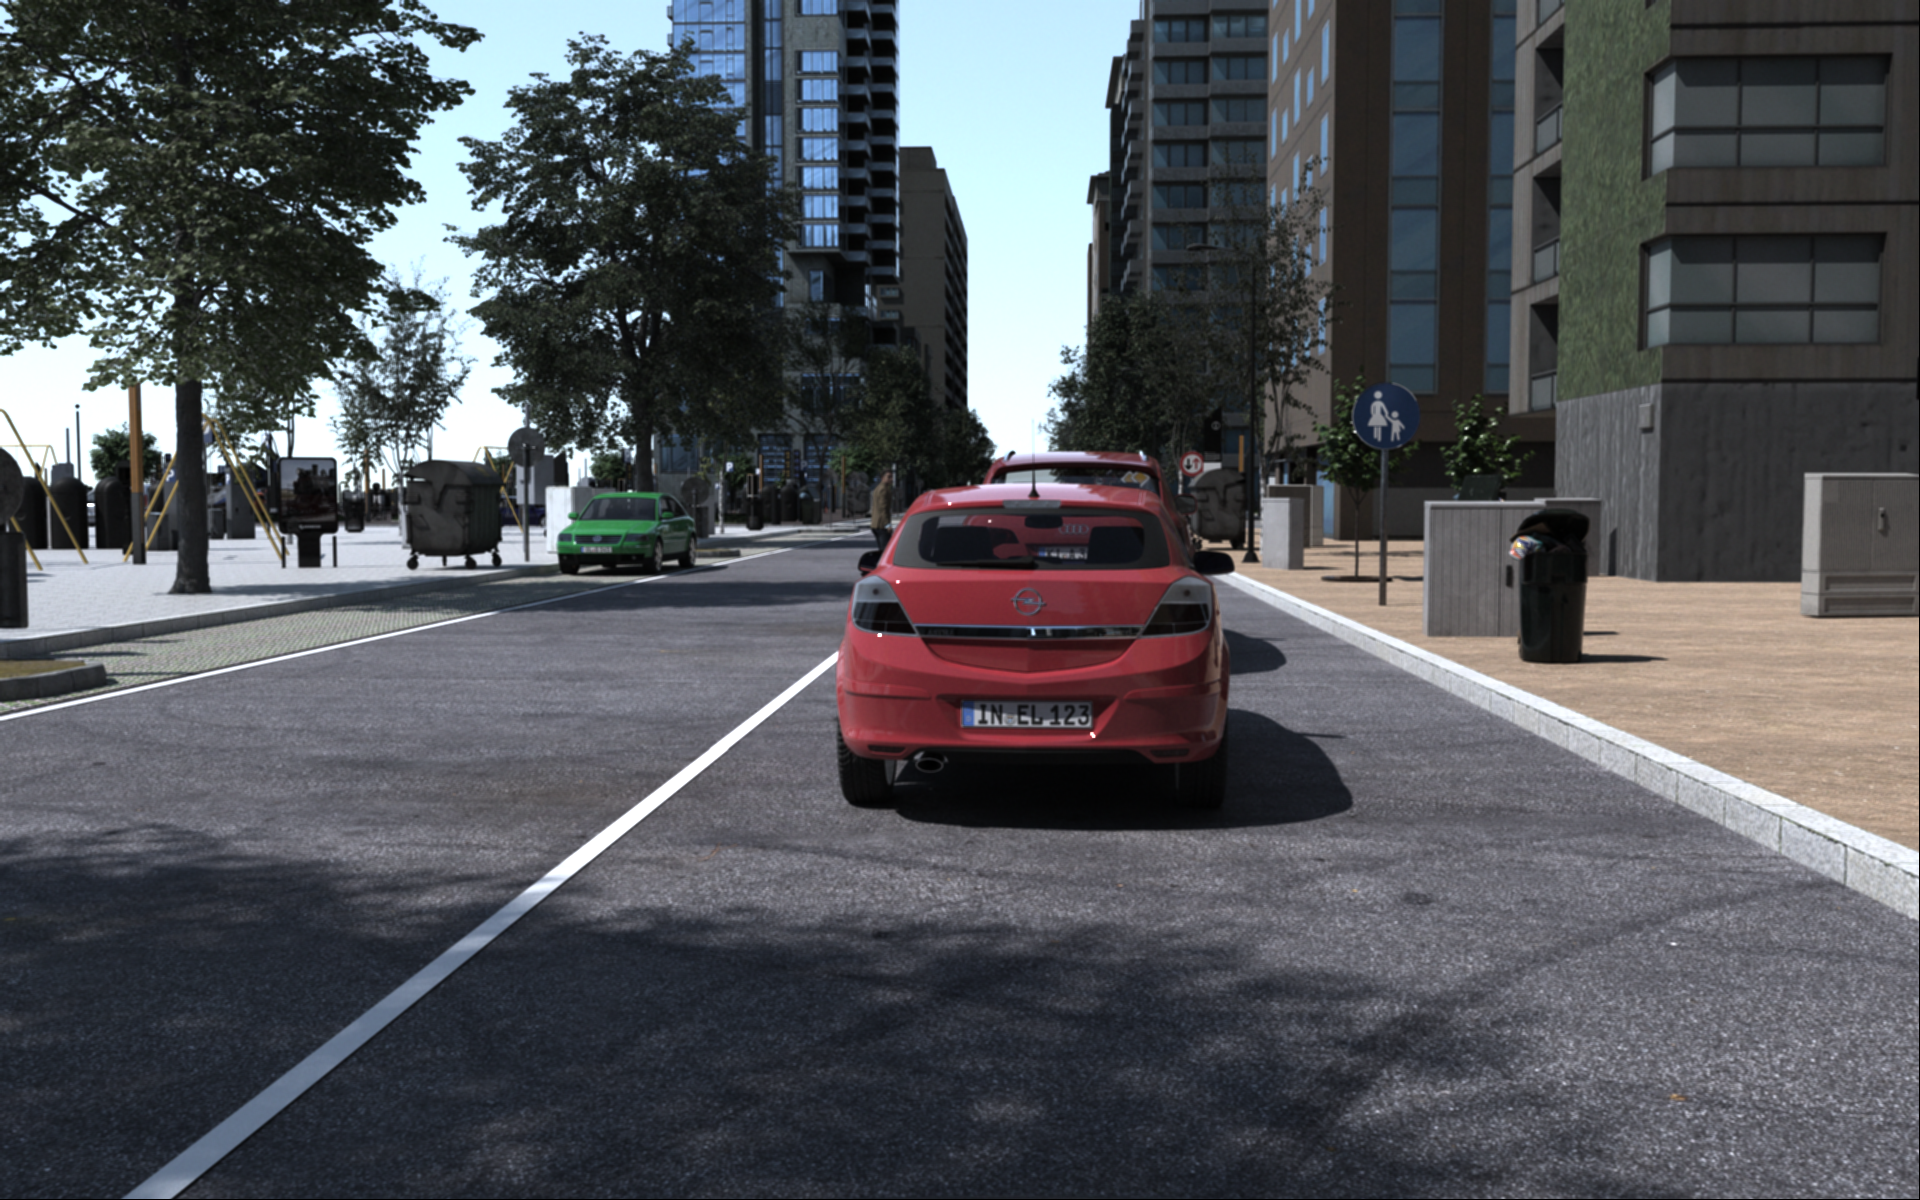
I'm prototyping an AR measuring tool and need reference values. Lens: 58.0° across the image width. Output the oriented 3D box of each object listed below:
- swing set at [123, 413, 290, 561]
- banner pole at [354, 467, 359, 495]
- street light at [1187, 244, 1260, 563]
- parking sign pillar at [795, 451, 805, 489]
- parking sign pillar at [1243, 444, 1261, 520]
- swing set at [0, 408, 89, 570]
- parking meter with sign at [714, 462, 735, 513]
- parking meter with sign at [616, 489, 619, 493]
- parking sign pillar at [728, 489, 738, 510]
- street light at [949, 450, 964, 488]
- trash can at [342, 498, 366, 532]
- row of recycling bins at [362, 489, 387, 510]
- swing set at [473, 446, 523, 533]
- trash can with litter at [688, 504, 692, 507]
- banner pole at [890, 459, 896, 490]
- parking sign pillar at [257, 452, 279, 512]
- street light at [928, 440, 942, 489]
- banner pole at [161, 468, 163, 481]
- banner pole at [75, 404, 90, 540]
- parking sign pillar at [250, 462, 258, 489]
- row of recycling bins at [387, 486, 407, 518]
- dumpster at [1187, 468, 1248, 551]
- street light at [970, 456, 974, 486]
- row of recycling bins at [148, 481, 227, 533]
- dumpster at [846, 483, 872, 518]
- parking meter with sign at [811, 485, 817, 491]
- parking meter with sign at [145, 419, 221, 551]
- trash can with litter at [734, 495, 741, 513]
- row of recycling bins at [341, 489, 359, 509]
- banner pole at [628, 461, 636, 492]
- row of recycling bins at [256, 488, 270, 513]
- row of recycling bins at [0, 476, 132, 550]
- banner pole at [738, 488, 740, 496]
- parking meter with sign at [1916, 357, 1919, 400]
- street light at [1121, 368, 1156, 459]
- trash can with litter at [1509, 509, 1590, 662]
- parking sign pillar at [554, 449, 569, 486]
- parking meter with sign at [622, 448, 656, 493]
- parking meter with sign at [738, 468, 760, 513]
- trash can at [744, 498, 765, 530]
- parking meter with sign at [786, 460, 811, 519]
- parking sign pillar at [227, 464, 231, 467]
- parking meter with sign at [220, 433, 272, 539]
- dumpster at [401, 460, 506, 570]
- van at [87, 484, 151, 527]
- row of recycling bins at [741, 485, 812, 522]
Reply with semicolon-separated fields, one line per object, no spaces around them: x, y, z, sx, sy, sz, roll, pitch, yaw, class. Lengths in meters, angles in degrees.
-15.081;-2.273;34.788;2.862;2.851;3.119;-1;4;-19;swing set
-49.594;-9.311;142.255;0.863;3.779;0.401;3;5;41;banner pole
4.909;-3.656;32.311;1.470;5.913;1.316;0;4;3;street light
-10.140;-7.380;109.130;1.447;3.967;1.447;-1;4;-19;parking sign pillar
14.121;-5.932;85.459;1.447;3.967;1.447;2;4;25;parking sign pillar
-17.200;-1.999;30.312;2.862;2.851;3.119;-1;4;-13;swing set
-12.862;-5.921;93.061;0.543;3.016;1.738;2;4;31;parking meter with sign
-29.344;-9.285;148.064;0.543;3.016;1.738;1;4;18;parking meter with sign
-18.949;-9.428;142.615;1.447;3.967;1.447;1;4;11;parking sign pillar
-0.601;-12.730;180.677;1.470;5.913;1.316;0;4;3;street light
-20.338;-2.844;58.152;0.748;1.137;0.748;0;3;0;trash can
-43.865;-7.639;132.017;1.069;1.692;3.534;2;4;26;row of recycling bins
-15.240;-3.689;57.937;2.862;2.851;3.119;1;4;11;swing set
-17.671;-6.178;112.062;1.678;1.210;2.233;0;4;4;trash can with litter
-4.719;-8.042;121.508;0.401;3.779;0.863;-3;4;-39;banner pole
-39.723;-6.886;101.057;1.447;3.967;1.447;1;4;13;parking sign pillar
-2.155;-10.791;148.969;1.470;5.913;1.316;0;4;3;street light
-67.345;-9.527;145.785;0.863;3.779;0.401;1;4;10;banner pole
-24.601;-3.571;48.407;0.401;3.779;0.863;-2;4;-24;banner pole
-55.636;-9.123;137.627;1.447;3.967;1.447;-2;4;-27;parking sign pillar
-30.028;-5.261;93.130;1.069;1.692;3.534;-1;4;-21;row of recycling bins
5.956;-2.095;40.004;1.264;1.857;1.865;0;4;3;dumpster
0.989;-14.669;212.383;1.470;5.913;1.316;0;4;3;street light
-24.948;-3.008;56.298;1.069;1.692;3.534;1;4;17;row of recycling bins
-5.414;-5.311;92.592;1.264;1.857;1.865;0;4;3;dumpster
-12.024;-8.854;141.017;0.543;3.016;1.738;3;5;41;parking meter with sign
-17.898;-2.658;39.719;0.543;3.016;1.738;1;4;18;parking meter with sign
-13.821;-6.138;111.406;2.233;1.210;1.678;-3;5;-44;trash can with litter
-51.380;-8.682;149.062;3.534;1.692;1.069;-2;4;-27;row of recycling bins
-24.606;-8.544;129.710;0.863;3.779;0.401;-1;4;-13;banner pole
-43.917;-6.276;109.731;3.534;1.692;1.069;2;4;33;row of recycling bins
-21.215;-2.036;40.398;3.534;1.692;1.069;-1;4;-15;row of recycling bins
-17.625;-9.148;139.580;0.863;3.779;0.401;1;4;19;banner pole
12.824;-1.539;21.429;0.543;3.016;1.738;-2;4;-35;parking meter with sign
6.655;-5.594;64.010;1.470;5.913;1.316;0;4;3;street light
4.522;-0.128;13.488;0.624;1.170;1.055;1;4;9;trash can with litter
-24.323;-7.112;104.755;1.447;3.967;1.447;1;4;17;parking sign pillar
-11.879;-4.236;65.517;1.738;3.016;0.543;1;4;20;parking meter with sign
-14.223;-7.373;116.815;0.543;3.016;1.738;3;5;44;parking meter with sign
-7.254;-3.035;61.268;0.748;1.137;0.748;0;3;0;trash can
-8.618;-5.708;89.584;0.543;3.016;1.738;-3;5;-43;parking meter with sign
-60.929;-9.607;145.547;1.447;3.967;1.447;-3;4;-36;parking sign pillar
-20.583;-3.253;49.444;1.738;3.016;0.543;-3;5;-44;parking meter with sign
-8.755;-1.481;29.980;1.264;1.857;1.865;0;4;3;dumpster
-34.556;-3.871;70.309;4.112;2.044;2.013;0;4;2;van
-8.485;-4.531;81.194;3.534;1.692;1.069;0;4;-6;row of recycling bins
